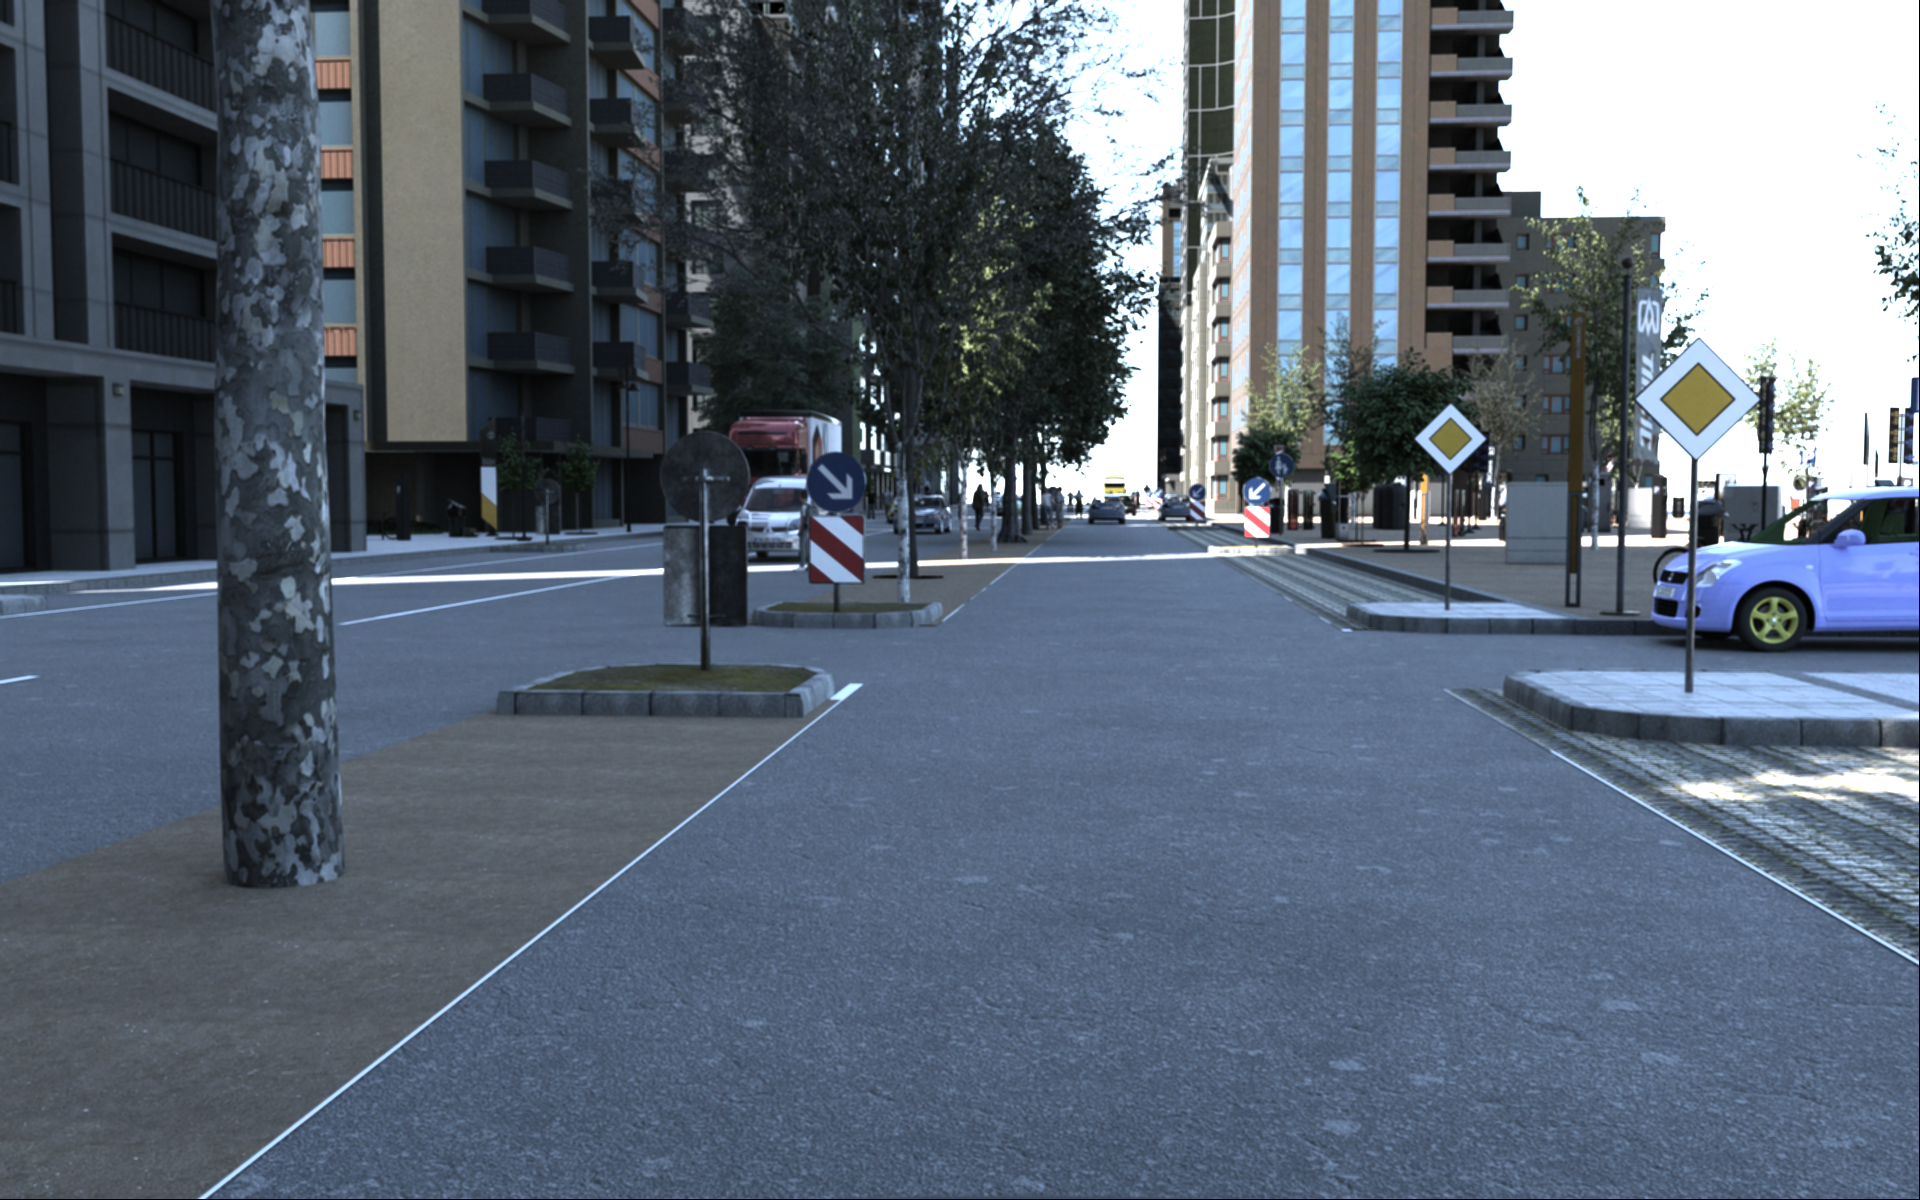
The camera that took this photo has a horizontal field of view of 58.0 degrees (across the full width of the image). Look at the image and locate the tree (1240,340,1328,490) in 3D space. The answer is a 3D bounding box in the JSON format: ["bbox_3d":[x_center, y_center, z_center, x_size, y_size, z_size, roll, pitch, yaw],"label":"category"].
[{"bbox_3d":[15.484,-8.071,82.317,4.737,8.622,4.395,0,3,0],"label":"tree"}]

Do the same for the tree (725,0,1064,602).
[{"bbox_3d":[-0.704,-4.166,20.926,4.360,8.622,3.978,0,3,0],"label":"tree"}]

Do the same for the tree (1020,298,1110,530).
[{"bbox_3d":[3.781,-9.247,79.396,9.928,11.665,9.643,0,3,0],"label":"tree"}]

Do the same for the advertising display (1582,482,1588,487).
[{"bbox_3d":[32.074,-5.139,89.240,0.123,1.923,0.974,3,5,41],"label":"advertising display"}]

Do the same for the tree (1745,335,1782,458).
[{"bbox_3d":[36.217,-7.573,74.177,4.360,8.622,3.978,0,3,0],"label":"tree"}]

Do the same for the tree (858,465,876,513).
[{"bbox_3d":[-6.485,-7.440,116.242,1.663,3.219,1.824,0,3,0],"label":"tree"}]

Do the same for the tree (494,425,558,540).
[{"bbox_3d":[-12.720,-3.329,49.031,1.663,3.219,1.824,0,3,0],"label":"tree"}]

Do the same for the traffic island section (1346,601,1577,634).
[{"bbox_3d":[5.417,0.189,19.192,2.009,0.180,2.903,0,4,5],"label":"traffic island section"}]

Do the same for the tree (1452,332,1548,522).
[{"bbox_3d":[24.793,-7.926,79.955,4.360,8.622,3.978,0,3,0],"label":"tree"}]

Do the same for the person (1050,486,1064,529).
[{"bbox_3d":[3.965,-3.750,70.376,0.524,1.755,0.480,-2,4,-33],"label":"person"}]

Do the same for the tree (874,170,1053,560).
[{"bbox_3d":[0.056,-5.188,37.648,4.737,8.622,4.395,0,3,0],"label":"tree"}]

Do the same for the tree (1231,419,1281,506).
[{"bbox_3d":[13.315,-5.617,75.559,4.285,4.588,4.351,0,3,0],"label":"tree"}]

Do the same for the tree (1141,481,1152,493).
[{"bbox_3d":[26.947,-15.572,249.209,1.663,3.219,1.824,0,3,0],"label":"tree"}]

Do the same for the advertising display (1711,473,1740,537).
[{"bbox_3d":[23.044,-2.870,52.139,0.974,1.923,0.123,-2,4,-35],"label":"advertising display"}]

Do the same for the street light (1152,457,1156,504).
[{"bbox_3d":[24.070,-14.844,215.484,0.468,5.910,1.993,0,4,5],"label":"street light"}]

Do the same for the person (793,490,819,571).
[{"bbox_3d":[-2.890,-1.297,32.298,0.523,1.515,0.503,-1,4,-14],"label":"person"}]

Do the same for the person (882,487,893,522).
[{"bbox_3d":[-3.642,-4.815,87.348,0.709,1.813,0.853,1,4,17],"label":"person"}]

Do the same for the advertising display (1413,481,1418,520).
[{"bbox_3d":[22.692,-4.959,86.298,0.123,1.923,0.974,0,4,8],"label":"advertising display"}]

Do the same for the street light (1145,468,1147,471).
[{"bbox_3d":[27.141,-17.113,252.580,0.468,5.910,1.993,0,4,5],"label":"street light"}]

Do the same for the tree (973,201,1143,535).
[{"bbox_3d":[2.405,-8.508,59.685,7.486,12.596,7.792,0,3,0],"label":"tree"}]

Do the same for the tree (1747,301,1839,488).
[{"bbox_3d":[30.617,-7.041,65.483,4.737,8.622,4.395,0,3,0],"label":"tree"}]

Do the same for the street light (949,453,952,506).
[{"bbox_3d":[-0.910,-12.704,180.500,0.468,5.910,1.993,0,4,5],"label":"street light"}]

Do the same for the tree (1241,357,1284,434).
[{"bbox_3d":[16.693,-8.474,88.912,4.360,8.622,3.978,0,3,0],"label":"tree"}]

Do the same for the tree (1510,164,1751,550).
[{"bbox_3d":[14.734,-5.437,39.265,4.737,8.622,4.395,0,3,0],"label":"tree"}]

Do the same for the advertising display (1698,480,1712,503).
[{"bbox_3d":[34.927,-4.656,81.340,0.974,1.923,0.123,2,4,33],"label":"advertising display"}]

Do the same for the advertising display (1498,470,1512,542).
[{"bbox_3d":[14.679,-2.536,46.685,0.123,1.923,0.974,0,4,4],"label":"advertising display"}]

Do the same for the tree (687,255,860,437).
[{"bbox_3d":[-9.691,-11.268,90.883,9.857,13.997,8.962,0,3,0],"label":"tree"}]

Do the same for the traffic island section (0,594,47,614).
[{"bbox_3d":[-12.411,0.097,20.697,2.009,0.180,2.903,0,4,5],"label":"traffic island section"}]

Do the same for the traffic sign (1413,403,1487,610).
[{"bbox_3d":[5.393,-0.946,19.117,0.795,2.450,0.064,0,4,5],"label":"traffic sign"}]

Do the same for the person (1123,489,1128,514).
[{"bbox_3d":[11.774,-6.982,122.670,0.705,1.822,1.348,2,4,35],"label":"person"}]

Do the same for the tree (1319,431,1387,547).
[{"bbox_3d":[9.803,-2.940,42.673,1.663,3.219,1.824,0,3,0],"label":"tree"}]

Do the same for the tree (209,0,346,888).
[{"bbox_3d":[-1.380,-8.963,4.894,12.611,20.169,13.585,0,3,0],"label":"tree"}]

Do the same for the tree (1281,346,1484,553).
[{"bbox_3d":[9.873,-3.348,38.461,4.285,4.588,4.351,0,3,0],"label":"tree"}]

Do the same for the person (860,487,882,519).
[{"bbox_3d":[-5.062,-5.530,98.929,1.348,1.822,0.705,-1,4,-13],"label":"person"}]

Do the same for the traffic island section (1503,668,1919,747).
[{"bbox_3d":[4.745,0.676,11.235,2.009,0.180,2.903,0,4,5],"label":"traffic island section"}]

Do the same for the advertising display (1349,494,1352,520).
[{"bbox_3d":[19.522,-5.002,87.003,0.123,1.923,0.974,3,4,39],"label":"advertising display"}]

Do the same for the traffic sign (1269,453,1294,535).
[{"bbox_3d":[10.061,-3.312,54.263,0.768,2.556,0.104,0,4,7],"label":"traffic sign"}]

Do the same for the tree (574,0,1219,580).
[{"bbox_3d":[-0.896,-7.111,29.092,12.009,13.543,11.850,0,3,0],"label":"tree"}]

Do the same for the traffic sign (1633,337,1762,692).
[{"bbox_3d":[4.721,-0.460,11.160,0.795,2.450,0.064,0,4,5],"label":"traffic sign"}]

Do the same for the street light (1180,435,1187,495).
[{"bbox_3d":[17.037,-9.762,132.390,0.468,5.910,1.993,0,4,5],"label":"street light"}]

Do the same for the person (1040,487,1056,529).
[{"bbox_3d":[3.719,-3.817,71.585,0.731,1.740,0.598,-1,4,-19],"label":"person"}]

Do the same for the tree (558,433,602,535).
[{"bbox_3d":[-12.223,-3.702,55.131,1.663,3.219,1.824,0,3,0],"label":"tree"}]

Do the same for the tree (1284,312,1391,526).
[{"bbox_3d":[15.703,-7.267,69.181,4.360,8.622,3.978,0,3,0],"label":"tree"}]

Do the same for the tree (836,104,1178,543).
[{"bbox_3d":[1.478,-8.011,50.441,9.611,12.733,9.660,0,3,0],"label":"tree"}]

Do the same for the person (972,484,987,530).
[{"bbox_3d":[0.759,-3.675,68.493,0.656,1.842,0.836,1,4,14],"label":"person"}]

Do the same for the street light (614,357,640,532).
[{"bbox_3d":[-11.204,-5.238,58.426,0.468,5.910,1.993,0,4,5],"label":"street light"}]

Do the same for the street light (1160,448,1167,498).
[{"bbox_3d":[20.756,-12.576,178.408,0.468,5.910,1.993,0,4,5],"label":"street light"}]

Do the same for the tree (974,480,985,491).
[{"bbox_3d":[2.838,-14.511,231.852,1.663,3.219,1.824,0,3,0],"label":"tree"}]

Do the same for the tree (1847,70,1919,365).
[{"bbox_3d":[17.466,-4.866,29.914,4.360,8.622,3.978,0,3,0],"label":"tree"}]
